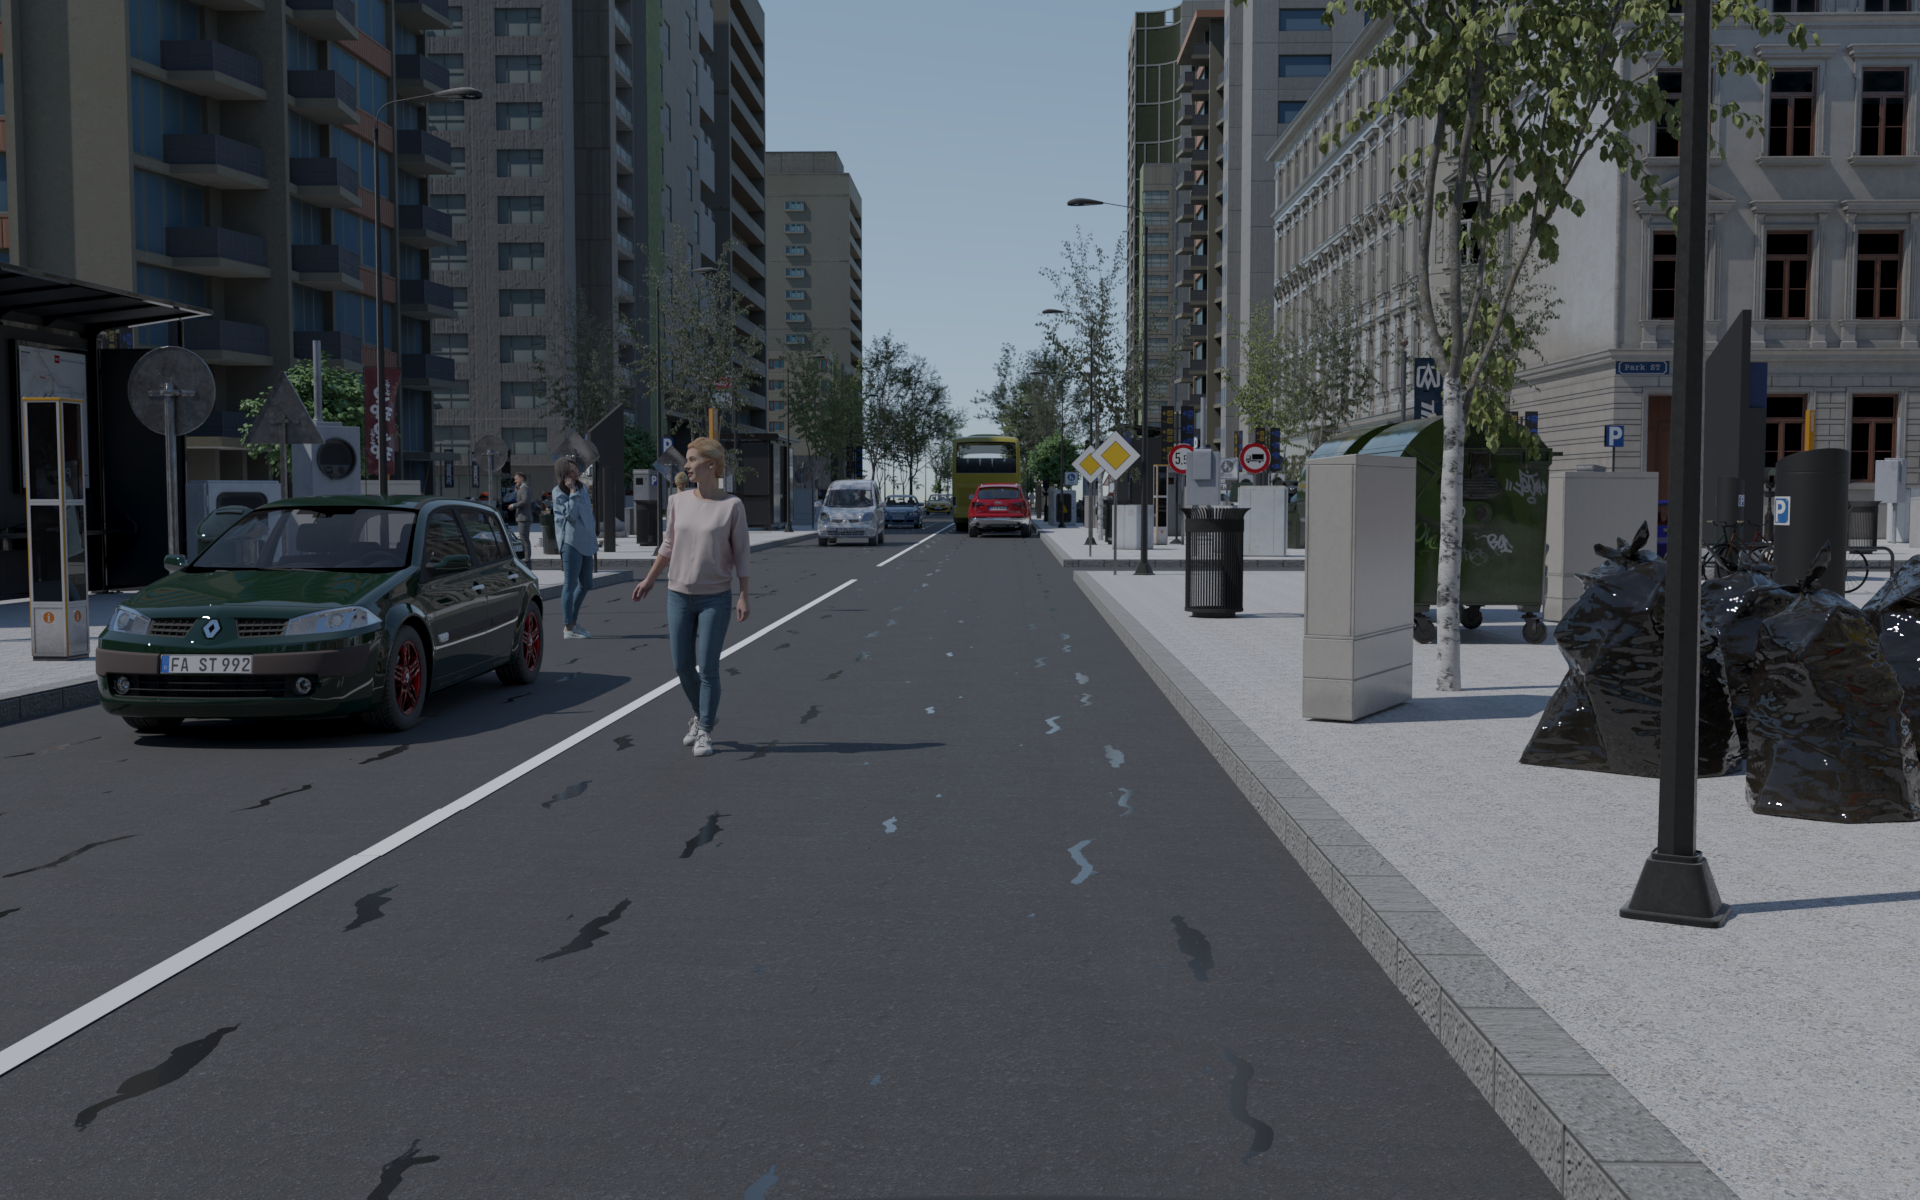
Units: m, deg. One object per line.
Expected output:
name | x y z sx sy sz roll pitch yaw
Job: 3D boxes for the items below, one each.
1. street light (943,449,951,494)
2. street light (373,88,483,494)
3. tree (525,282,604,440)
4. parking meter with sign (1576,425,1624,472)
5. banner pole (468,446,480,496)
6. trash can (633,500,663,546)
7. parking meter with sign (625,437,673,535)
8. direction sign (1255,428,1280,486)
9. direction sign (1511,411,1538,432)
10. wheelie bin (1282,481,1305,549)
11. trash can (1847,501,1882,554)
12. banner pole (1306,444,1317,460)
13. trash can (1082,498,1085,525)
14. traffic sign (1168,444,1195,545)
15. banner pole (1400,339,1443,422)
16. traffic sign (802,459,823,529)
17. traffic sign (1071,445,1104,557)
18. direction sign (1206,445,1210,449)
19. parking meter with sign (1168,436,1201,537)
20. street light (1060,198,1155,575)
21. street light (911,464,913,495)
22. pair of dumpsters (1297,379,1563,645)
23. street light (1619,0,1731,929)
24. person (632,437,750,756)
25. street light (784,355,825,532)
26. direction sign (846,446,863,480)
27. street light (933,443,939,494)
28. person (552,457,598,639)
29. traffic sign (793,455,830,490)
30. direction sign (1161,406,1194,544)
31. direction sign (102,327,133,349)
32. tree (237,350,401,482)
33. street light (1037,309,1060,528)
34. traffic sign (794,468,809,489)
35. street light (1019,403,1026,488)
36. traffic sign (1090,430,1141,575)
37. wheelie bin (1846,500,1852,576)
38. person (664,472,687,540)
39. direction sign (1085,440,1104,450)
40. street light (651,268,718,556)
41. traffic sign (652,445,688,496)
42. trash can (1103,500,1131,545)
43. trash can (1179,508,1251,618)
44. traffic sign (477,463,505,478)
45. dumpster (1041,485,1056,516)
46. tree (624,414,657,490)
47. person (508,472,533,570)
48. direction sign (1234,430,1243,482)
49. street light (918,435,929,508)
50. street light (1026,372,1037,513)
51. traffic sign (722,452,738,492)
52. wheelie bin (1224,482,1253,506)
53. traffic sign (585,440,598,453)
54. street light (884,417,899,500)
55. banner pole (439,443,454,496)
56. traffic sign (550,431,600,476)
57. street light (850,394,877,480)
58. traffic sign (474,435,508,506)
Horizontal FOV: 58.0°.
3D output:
street light | -1.977 -12.639 179.194 1.470 5.913 1.316 0 4 1
street light | -6.147 -2.901 19.972 1.470 5.913 1.316 0 4 1
tree | -12.700 -6.685 59.665 4.360 8.622 3.978 0 3 0
parking meter with sign | 16.335 -2.969 44.808 0.543 3.016 1.738 -1 4 -19
banner pole | -25.315 -6.119 90.065 0.401 3.779 0.863 3 5 41
trash can | -7.665 -1.895 42.635 0.748 1.137 0.748 0 3 0
parking meter with sign | -9.772 -3.525 53.889 1.738 3.016 0.543 2 4 30
direction sign | 10.476 -4.102 59.057 0.876 3.537 0.379 -1 4 -9
direction sign | 15.334 -3.388 47.386 0.876 3.537 0.379 0 4 3
wheelie bin | 7.868 -2.003 40.660 0.980 1.594 0.693 3 5 41
trash can | 19.265 -1.550 37.001 0.748 1.137 0.748 0 3 0
banner pole | 17.567 -5.906 86.588 0.401 3.779 0.863 -3 4 -37
trash can | 5.197 -3.491 68.731 0.748 1.137 0.748 0 3 0
traffic sign | 5.644 -2.674 43.822 0.768 2.556 0.104 0 4 7
banner pole | 7.388 -2.322 27.983 0.863 3.779 0.401 0 4 3
traffic sign | -5.417 -3.893 63.755 0.768 2.556 0.104 0 4 2
traffic sign | 2.663 -1.940 35.358 0.795 2.450 0.064 0 4 1
direction sign | 11.001 -5.333 79.194 0.876 3.537 0.379 0 4 -5
parking meter with sign | 6.334 -3.426 52.279 1.738 3.016 0.543 0 4 -6
street light | 2.379 -3.351 27.322 1.470 5.913 1.316 0 4 1
street light | -3.748 -8.531 112.026 1.470 5.913 1.316 0 4 1
pair of dumpsters | 4.418 -0.872 16.755 1.574 2.255 4.437 0 4 1
street light | 1.643 -1.993 5.131 1.470 5.913 1.316 0 4 1
person | -1.477 -0.030 9.664 0.731 1.740 0.598 0 4 7
street light | -5.198 -5.220 57.890 1.470 5.913 1.316 0 4 1
direction sign | -4.984 -5.503 81.974 0.876 3.537 0.379 2 4 27
street light | -2.568 -11.282 156.999 1.470 5.913 1.316 0 4 1
person | -3.835 -0.515 17.179 0.793 1.790 0.793 -1 4 -15
traffic sign | -7.897 -5.922 90.694 2.265 3.308 0.079 1 4 9
direction sign | 5.581 -3.214 44.542 0.876 3.537 0.379 -1 4 -11
direction sign | -11.106 -1.892 22.926 0.379 3.537 0.876 0 4 -3
tree | -14.123 -3.357 38.601 4.285 4.588 4.351 0 3 0
street light | 2.756 -4.344 43.570 1.470 5.913 1.316 0 4 1
traffic sign | -7.715 -5.159 84.460 0.768 2.556 0.104 0 4 7
street light | 3.866 -7.064 88.042 1.470 5.913 1.316 0 4 1
traffic sign | 2.454 -1.452 27.376 0.795 2.450 0.064 0 4 1
wheelie bin | 12.774 -1.090 25.722 0.693 1.594 0.980 0 4 6
person | -3.735 -0.931 24.395 0.598 1.740 0.731 3 5 42
direction sign | 5.642 -4.943 72.810 0.876 3.537 0.379 -2 4 -24
street light | -5.664 -3.862 35.692 1.470 5.913 1.316 0 4 1
traffic sign | -5.928 -1.955 35.602 0.795 2.450 0.064 0 4 1
trash can | 3.986 -1.979 44.016 0.748 1.137 0.748 0 3 0
trash can | 2.653 -0.393 18.071 0.748 1.137 0.748 0 3 0
traffic sign | -10.622 -2.390 39.186 0.768 2.556 0.104 1 4 10
dumpster | 5.028 -5.641 97.984 1.264 1.857 1.865 0 4 1
tree | -13.765 -5.368 71.473 4.285 4.588 4.351 0 3 0
person | -8.311 -1.497 32.778 0.447 1.846 0.655 -1 4 -12
direction sign | 9.950 -4.281 61.985 0.379 3.537 0.876 -1 4 -9
street light | -3.173 -9.889 134.221 1.470 5.913 1.316 0 4 1
street light | 3.337 -5.702 65.765 1.470 5.913 1.316 0 4 1
traffic sign | -6.990 -3.144 51.508 0.768 2.556 0.104 0 4 3
wheelie bin | 7.580 -2.365 46.578 0.980 1.594 0.693 1 4 16
traffic sign | -8.795 -2.463 40.370 0.768 2.556 0.104 1 4 11
street light | -3.986 -8.062 104.348 1.470 5.913 1.316 0 4 1
banner pole | -25.104 -5.784 84.578 0.863 3.779 0.401 -2 4 -33
traffic sign | -6.137 -1.467 27.620 0.795 2.450 0.064 0 4 1
street light | -4.541 -6.615 80.693 1.470 5.913 1.316 0 4 1
traffic sign | -10.096 -2.272 37.257 0.768 2.556 0.104 1 4 11
